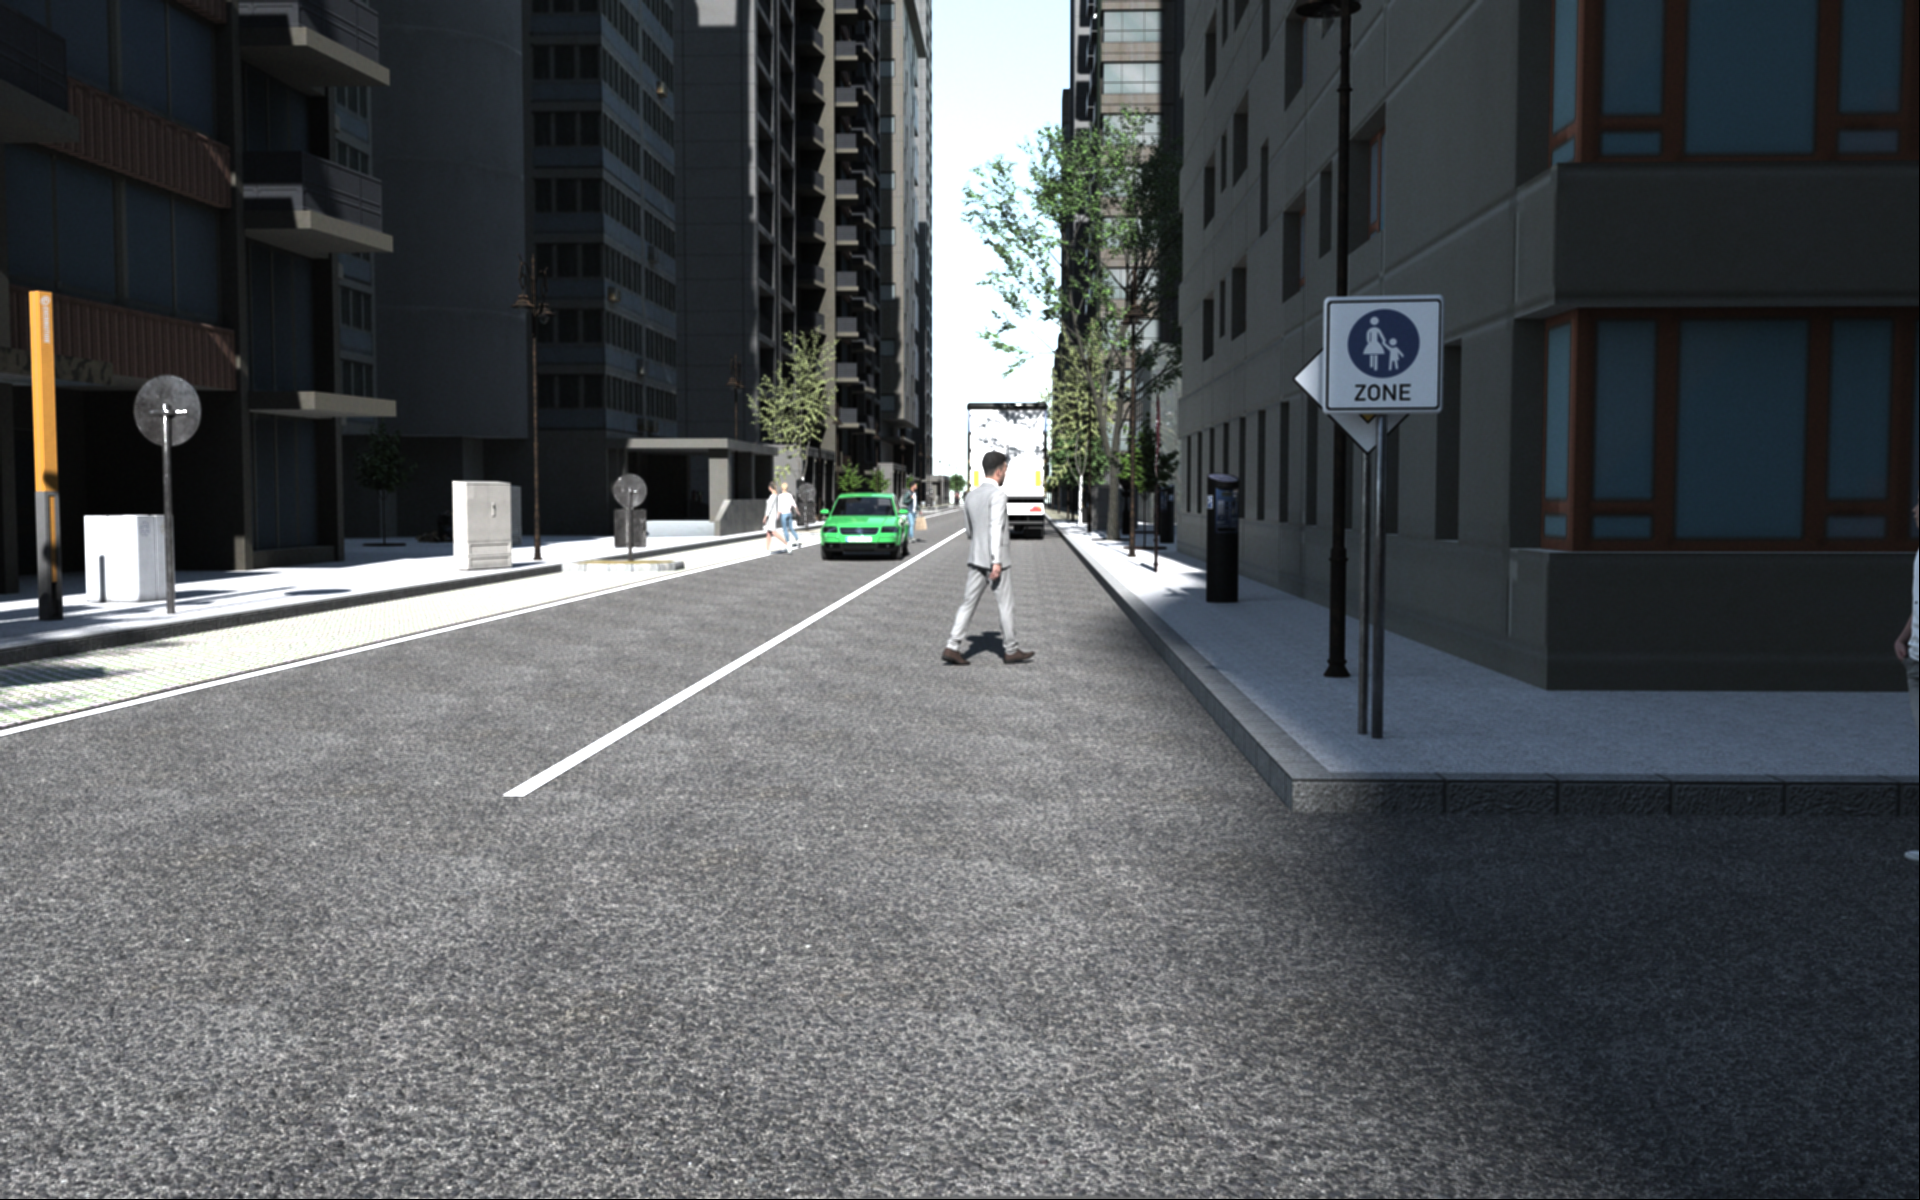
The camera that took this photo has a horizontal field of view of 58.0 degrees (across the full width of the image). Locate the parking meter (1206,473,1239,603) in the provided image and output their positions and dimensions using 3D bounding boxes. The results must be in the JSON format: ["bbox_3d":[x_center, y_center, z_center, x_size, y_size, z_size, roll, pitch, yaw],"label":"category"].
[{"bbox_3d":[3.120,-0.744,20.573,0.372,1.533,0.369,0,3,0],"label":"parking meter"}]

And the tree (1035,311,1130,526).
[{"bbox_3d":[4.909,-7.346,70.463,4.737,8.622,4.395,0,3,0],"label":"tree"}]

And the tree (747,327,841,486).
[{"bbox_3d":[-7.000,-7.655,75.518,4.737,8.622,4.395,0,3,0],"label":"tree"}]

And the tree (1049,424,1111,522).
[{"bbox_3d":[5.563,-5.861,79.536,4.285,4.588,4.351,0,3,0],"label":"tree"}]

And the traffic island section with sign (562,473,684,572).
[{"bbox_3d":[-6.258,-1.461,32.512,1.989,1.847,2.006,0,4,2],"label":"traffic island section with sign"}]

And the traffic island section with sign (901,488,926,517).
[{"bbox_3d":[-3.372,-6.169,109.491,1.989,1.847,2.006,0,4,2],"label":"traffic island section with sign"}]

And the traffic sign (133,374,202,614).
[{"bbox_3d":[-8.451,-1.123,18.471,0.768,2.556,0.104,0,4,6],"label":"traffic sign"}]

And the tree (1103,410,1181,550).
[{"bbox_3d":[4.421,-2.792,40.253,1.663,3.219,1.824,0,3,0],"label":"tree"}]

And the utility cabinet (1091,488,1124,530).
[{"bbox_3d":[5.189,-3.226,61.417,0.318,1.500,1.173,-3,5,-41],"label":"utility cabinet"}]

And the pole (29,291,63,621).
[{"bbox_3d":[-9.252,-1.449,17.529,0.158,3.312,0.155,0,3,0],"label":"pole"}]

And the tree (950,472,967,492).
[{"bbox_3d":[-0.436,-15.968,244.792,4.285,4.588,4.351,0,3,0],"label":"tree"}]

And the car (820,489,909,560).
[{"bbox_3d":[-2.115,-1.849,39.035,1.959,1.807,4.718,0,4,1],"label":"car"}]

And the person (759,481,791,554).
[{"bbox_3d":[-4.404,-1.950,41.137,0.760,1.731,0.466,-1,4,-23],"label":"person"}]

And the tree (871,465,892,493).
[{"bbox_3d":[-5.234,-7.275,113.540,1.663,3.219,1.824,0,3,0],"label":"tree"}]

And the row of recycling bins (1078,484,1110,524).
[{"bbox_3d":[5.974,-4.151,74.977,1.069,1.692,3.534,-1,4,-12],"label":"row of recycling bins"}]

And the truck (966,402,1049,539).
[{"bbox_3d":[1.649,-4.258,58.539,2.839,4.237,11.283,0,4,2],"label":"truck"}]

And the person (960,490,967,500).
[{"bbox_3d":[0.611,-8.094,140.858,1.348,1.821,0.705,-1,4,-10],"label":"person"}]

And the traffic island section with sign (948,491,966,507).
[{"bbox_3d":[-0.265,-11.222,192.102,1.989,1.847,2.006,0,4,2],"label":"traffic island section with sign"}]

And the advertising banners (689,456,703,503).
[{"bbox_3d":[-11.713,-4.900,76.310,0.090,3.025,2.074,1,4,11],"label":"advertising banners"}]

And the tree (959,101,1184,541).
[{"bbox_3d":[4.103,-7.445,47.478,9.928,11.665,9.643,0,3,0],"label":"tree"}]

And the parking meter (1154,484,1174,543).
[{"bbox_3d":[5.432,-2.264,45.431,0.372,1.533,0.369,0,3,0],"label":"parking meter"}]

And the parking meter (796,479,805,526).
[{"bbox_3d":[-6.357,-3.876,69.077,0.255,1.863,0.399,-1,4,-21],"label":"parking meter"}]

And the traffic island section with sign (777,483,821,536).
[{"bbox_3d":[-5.248,-3.108,59.449,1.989,1.847,2.006,0,4,2],"label":"traffic island section with sign"}]

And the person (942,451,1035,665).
[{"bbox_3d":[0.226,-0.353,14.552,0.850,1.792,0.678,-2,4,-35],"label":"person"}]

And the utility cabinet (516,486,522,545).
[{"bbox_3d":[-11.300,-2.087,42.802,0.318,1.500,1.173,1,4,21],"label":"utility cabinet"}]

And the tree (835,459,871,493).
[{"bbox_3d":[-6.127,-6.152,95.187,1.663,3.219,1.824,0,3,0],"label":"tree"}]

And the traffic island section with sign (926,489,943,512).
[{"bbox_3d":[-2.360,-7.816,136.427,1.989,1.847,2.006,0,4,2],"label":"traffic island section with sign"}]

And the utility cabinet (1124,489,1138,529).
[{"bbox_3d":[5.936,-3.364,63.688,1.173,1.500,0.318,2,4,27],"label":"utility cabinet"}]

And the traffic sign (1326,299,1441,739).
[{"bbox_3d":[2.192,-0.422,9.033,0.606,2.300,0.079,1,4,10],"label":"traffic sign"}]

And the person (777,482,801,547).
[{"bbox_3d":[-4.504,-2.275,46.362,0.598,1.740,0.731,2,4,29],"label":"person"}]

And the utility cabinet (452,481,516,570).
[{"bbox_3d":[-8.080,-1.265,29.355,0.318,1.500,1.173,1,4,23],"label":"utility cabinet"}]

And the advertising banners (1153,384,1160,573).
[{"bbox_3d":[3.248,-1.984,28.618,0.090,3.025,2.074,0,4,6],"label":"advertising banners"}]

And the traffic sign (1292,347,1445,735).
[{"bbox_3d":[2.150,-0.340,9.195,0.795,2.450,0.064,0,4,2],"label":"traffic sign"}]

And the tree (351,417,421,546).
[{"bbox_3d":[-14.208,-2.963,43.039,1.663,3.219,1.824,0,3,0],"label":"tree"}]

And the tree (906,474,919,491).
[{"bbox_3d":[-4.513,-10.164,160.781,1.663,3.219,1.824,0,3,0],"label":"tree"}]

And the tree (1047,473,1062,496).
[{"bbox_3d":[8.293,-9.828,155.288,1.663,3.219,1.824,0,3,0],"label":"tree"}]

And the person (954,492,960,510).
[{"bbox_3d":[-0.313,-9.069,158.250,0.593,1.643,0.415,-2,4,-31],"label":"person"}]
